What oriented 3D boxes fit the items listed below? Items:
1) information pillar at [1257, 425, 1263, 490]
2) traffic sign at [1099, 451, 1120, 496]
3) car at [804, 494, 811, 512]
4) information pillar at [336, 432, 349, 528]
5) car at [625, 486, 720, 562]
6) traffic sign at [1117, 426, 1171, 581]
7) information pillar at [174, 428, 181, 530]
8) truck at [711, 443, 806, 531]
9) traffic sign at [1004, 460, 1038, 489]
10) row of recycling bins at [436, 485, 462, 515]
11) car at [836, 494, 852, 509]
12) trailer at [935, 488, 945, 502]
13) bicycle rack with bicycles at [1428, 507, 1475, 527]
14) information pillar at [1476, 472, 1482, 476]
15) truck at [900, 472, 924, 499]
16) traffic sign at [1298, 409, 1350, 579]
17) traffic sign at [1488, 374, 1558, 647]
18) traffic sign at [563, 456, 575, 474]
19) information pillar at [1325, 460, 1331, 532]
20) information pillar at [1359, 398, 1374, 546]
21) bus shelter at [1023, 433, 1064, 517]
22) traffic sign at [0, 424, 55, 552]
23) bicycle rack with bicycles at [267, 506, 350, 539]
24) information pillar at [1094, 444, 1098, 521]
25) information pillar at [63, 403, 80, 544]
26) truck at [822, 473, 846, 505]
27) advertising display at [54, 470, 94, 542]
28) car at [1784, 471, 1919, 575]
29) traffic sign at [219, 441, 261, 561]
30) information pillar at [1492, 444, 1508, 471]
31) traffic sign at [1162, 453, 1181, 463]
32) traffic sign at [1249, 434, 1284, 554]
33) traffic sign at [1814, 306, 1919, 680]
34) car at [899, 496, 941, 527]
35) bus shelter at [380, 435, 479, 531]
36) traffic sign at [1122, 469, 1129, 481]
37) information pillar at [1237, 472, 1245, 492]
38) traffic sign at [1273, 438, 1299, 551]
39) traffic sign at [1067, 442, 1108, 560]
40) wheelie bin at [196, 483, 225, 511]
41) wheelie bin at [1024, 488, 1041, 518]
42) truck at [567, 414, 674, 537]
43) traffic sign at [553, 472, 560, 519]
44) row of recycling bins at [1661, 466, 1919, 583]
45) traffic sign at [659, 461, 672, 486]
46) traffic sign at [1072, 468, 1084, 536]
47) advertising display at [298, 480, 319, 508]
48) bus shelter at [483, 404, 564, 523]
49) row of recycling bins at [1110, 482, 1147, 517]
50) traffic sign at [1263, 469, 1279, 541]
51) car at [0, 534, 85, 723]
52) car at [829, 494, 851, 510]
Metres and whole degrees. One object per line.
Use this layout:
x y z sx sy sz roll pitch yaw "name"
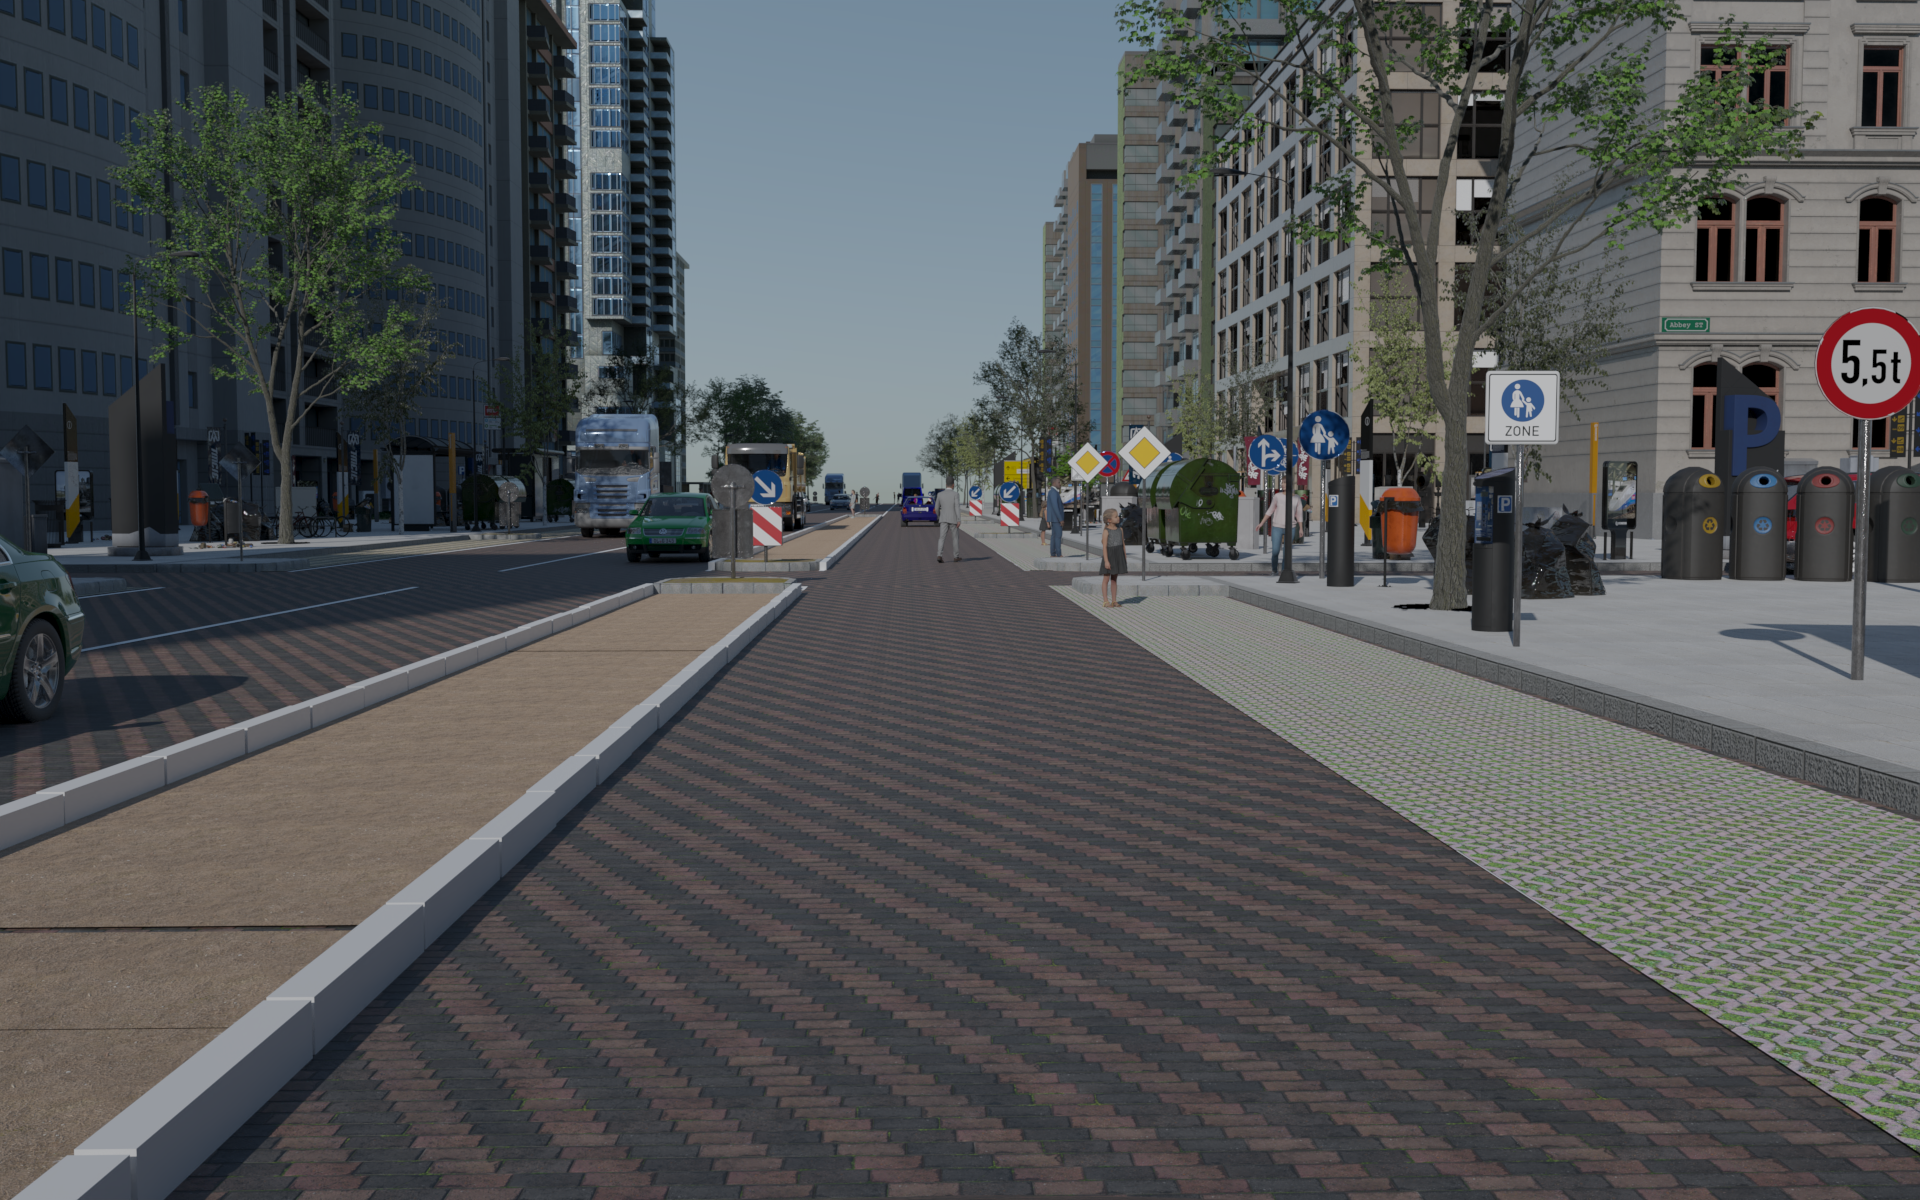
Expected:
10.201 -4.134 58.951 0.183 3.616 0.504 0 4 -5 "information pillar"
4.363 -3.130 51.290 0.768 2.556 0.104 0 4 6 "traffic sign"
-12.946 -7.872 138.490 2.009 1.686 4.222 0 4 0 "car"
-23.222 -4.510 65.097 0.183 3.616 0.504 2 4 25 "information pillar"
-6.146 -1.779 37.881 1.959 1.807 4.718 0 4 -1 "car"
2.710 -1.338 25.525 0.795 2.450 0.064 0 4 -2 "traffic sign"
-27.688 -4.272 61.199 0.183 3.616 0.504 -2 4 -26 "information pillar"
-7.676 -4.442 68.554 3.469 3.379 9.791 0 4 -1 "truck"
3.762 -6.773 104.609 2.265 3.308 0.079 0 3 0 "traffic sign"
-23.371 -4.574 81.890 3.534 1.692 1.069 -2 4 -33 "row of recycling bins"
-11.226 -9.702 168.851 2.015 1.641 3.980 0 4 -2 "car"
-2.049 -10.216 174.074 1.471 1.999 3.904 0 4 -3 "trailer"
14.432 -2.137 48.322 2.852 0.926 2.925 0 4 6 "bicycle rack with bicycles"
17.416 -3.264 57.866 0.304 2.012 0.304 0 4 -6 "information pillar"
-5.783 -13.391 208.698 2.967 4.110 18.799 0 4 -2 "truck"
5.492 -1.597 26.210 0.768 2.556 0.104 0 4 3 "traffic sign"
4.680 -0.756 14.496 0.606 2.300 0.079 0 4 0 "traffic sign"
-20.120 -6.042 92.665 2.265 3.308 0.079 0 4 5 "traffic sign"
12.292 -4.073 57.942 0.183 3.616 0.504 2 4 28 "information pillar"
10.002 -3.135 42.606 0.183 3.616 0.504 -1 4 -16 "information pillar"
4.830 -7.478 99.895 2.179 5.291 8.768 0 4 -2 "bus shelter"
-13.477 -1.309 25.049 0.795 2.450 0.064 0 4 -2 "traffic sign"
-19.492 -2.316 51.251 2.925 0.926 2.852 -3 5 -42 "bicycle rack with bicycles"
6.335 -5.511 81.465 0.183 3.616 0.504 -1 4 -14 "information pillar"
-22.941 -3.263 44.703 0.183 3.616 0.504 0 4 4 "information pillar"
-16.284 -14.742 230.784 2.967 4.110 18.799 0 4 -1 "truck"
-23.527 -2.496 46.026 0.974 1.923 0.123 0 3 0 "advertising display"
16.227 -1.294 29.834 5.304 1.827 2.281 0 4 -1 "car"
-13.723 -1.797 33.031 0.795 2.450 0.064 0 4 -2 "traffic sign"
10.919 -2.670 35.011 0.183 3.616 0.504 -1 4 -13 "information pillar"
6.554 -3.260 53.413 0.768 2.556 0.104 0 4 0 "traffic sign"
6.552 -2.264 37.120 0.768 2.556 0.104 0 4 -1 "traffic sign"
6.195 -0.720 11.879 0.768 2.556 0.104 0 4 -1 "traffic sign"
-1.743 -3.937 76.958 1.945 1.354 3.894 0 4 0 "car"
-18.894 -4.165 62.018 2.014 3.302 5.546 0 4 -2 "bus shelter"
7.073 -4.341 70.972 0.884 2.594 0.081 0 4 6 "traffic sign"
9.134 -3.201 56.823 0.304 2.012 0.304 2 4 32 "information pillar"
7.266 -2.391 39.200 0.768 2.556 0.104 0 4 1 "traffic sign"
2.464 -1.827 33.507 0.795 2.450 0.064 0 4 -2 "traffic sign"
-22.007 -2.618 50.710 0.693 1.594 0.980 2 4 30 "wheelie bin"
3.906 -5.188 92.735 0.980 1.594 0.693 1 4 9 "wheelie bin"
-11.688 -4.553 64.195 2.967 4.110 18.799 0 4 -3 "truck"
-20.887 -5.439 89.029 0.768 2.556 0.104 0 4 5 "traffic sign"
12.331 -1.139 25.744 3.534 1.692 1.069 1 4 17 "row of recycling bins"
-19.116 -6.988 108.122 2.265 3.308 0.079 0 4 2 "traffic sign"
3.687 -3.088 52.616 0.606 2.300 0.079 0 4 0 "traffic sign"
-30.274 -4.602 80.456 0.123 1.923 0.974 3 4 38 "advertising display"
-20.283 -6.275 80.224 2.179 5.291 8.768 0 4 -2 "bus shelter"
6.644 -3.114 58.028 3.534 1.692 1.069 -2 4 -28 "row of recycling bins"
8.531 -2.880 47.186 0.768 2.556 0.104 0 4 0 "traffic sign"
-6.607 0.140 9.508 2.131 1.459 4.920 0 4 -3 "car"
-10.682 -8.748 155.025 2.014 1.417 4.499 0 4 -1 "car"
